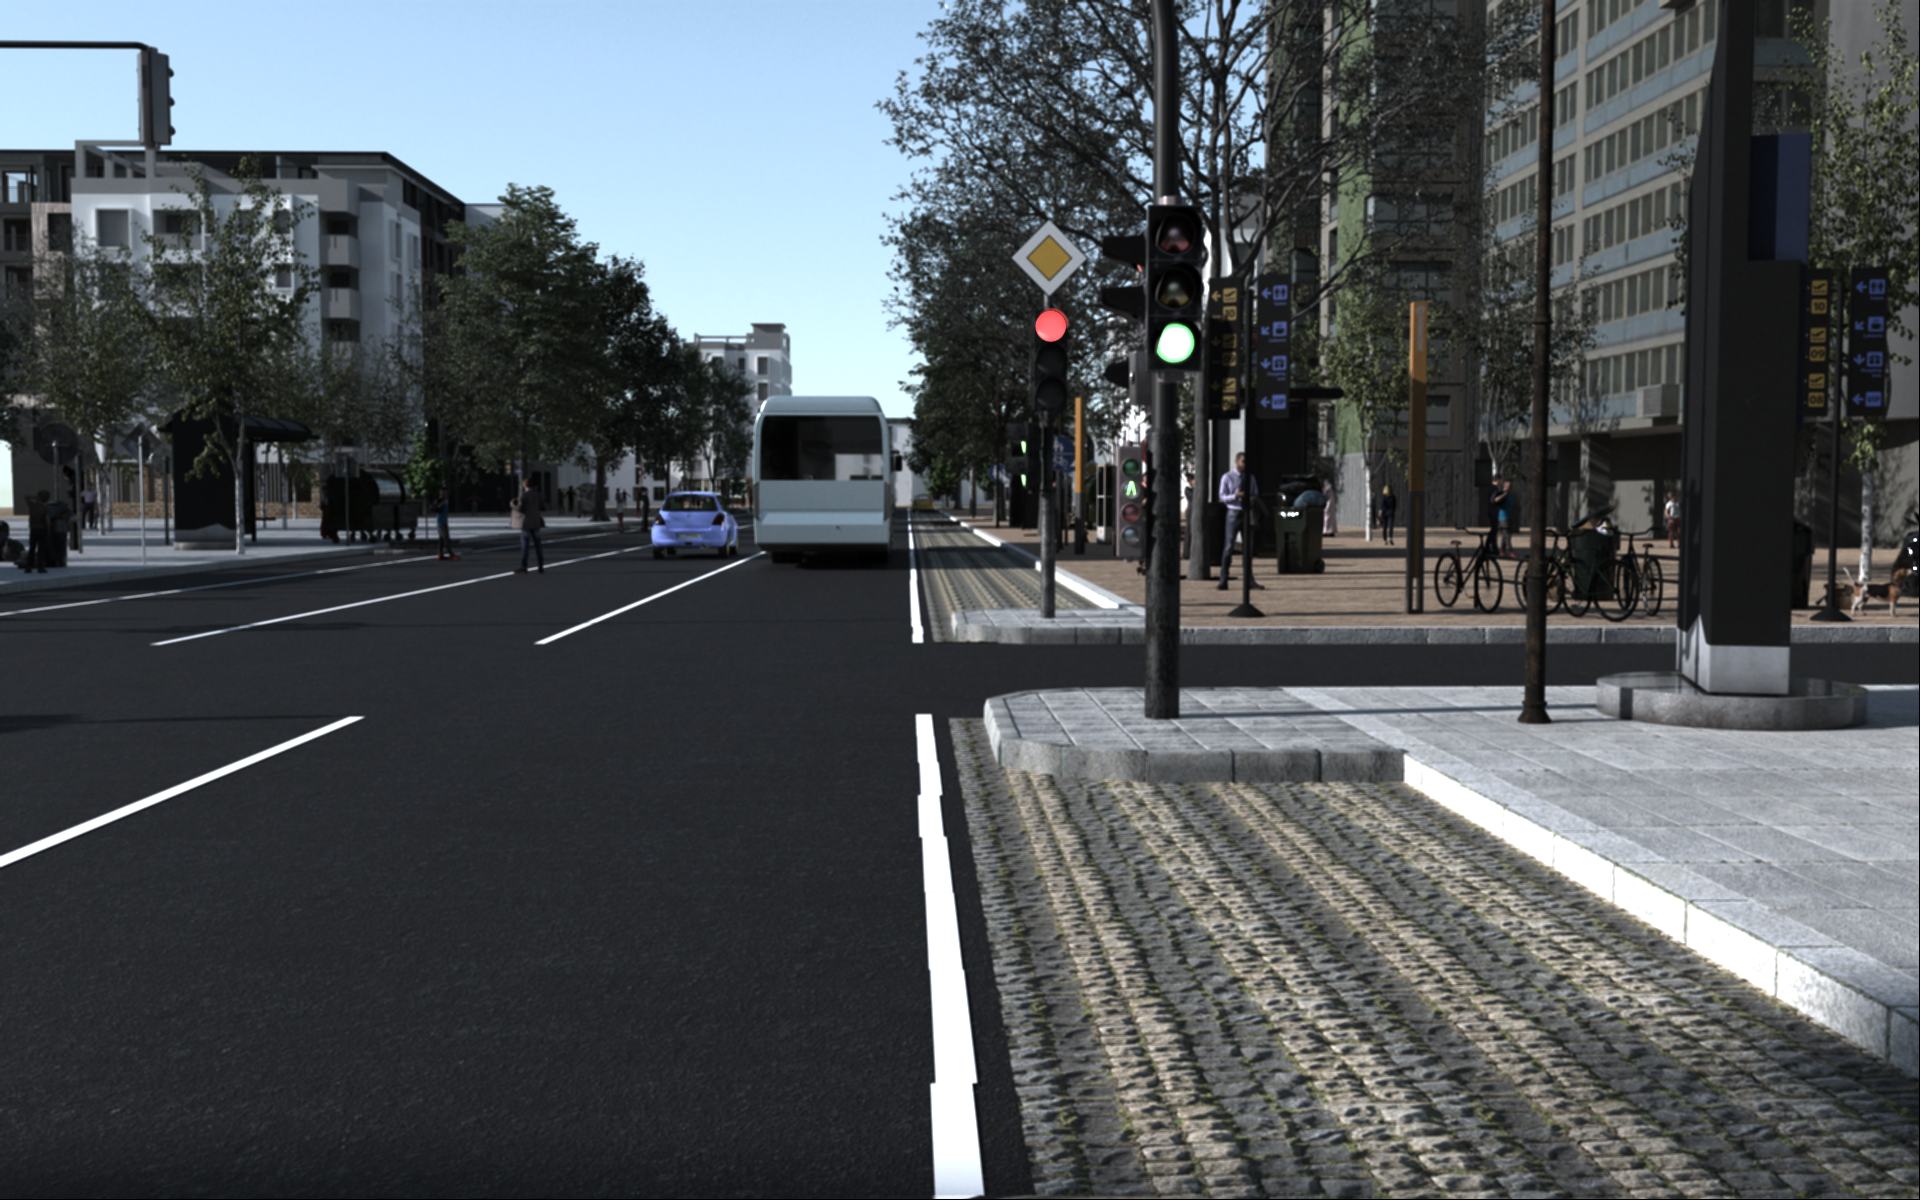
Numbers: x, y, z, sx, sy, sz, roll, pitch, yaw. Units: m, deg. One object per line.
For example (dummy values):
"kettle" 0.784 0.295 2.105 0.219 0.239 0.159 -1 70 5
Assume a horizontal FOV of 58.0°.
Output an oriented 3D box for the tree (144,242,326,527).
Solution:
"tree" -21.615 -6.188 51.536 4.360 8.622 3.978 0 3 0

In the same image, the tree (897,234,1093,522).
"tree" 1.952 -10.646 80.715 9.857 13.997 8.962 0 3 0

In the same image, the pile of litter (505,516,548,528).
"pile of litter" -16.699 -3.223 66.668 1.719 0.858 1.176 -1 4 -22

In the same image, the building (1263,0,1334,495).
"building" 22.159 -19.255 86.527 14.160 30.474 14.107 0 4 -2

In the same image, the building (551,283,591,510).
"building" -48.393 -17.044 145.132 31.486 18.905 16.747 0 4 -2

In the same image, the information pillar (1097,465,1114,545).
"information pillar" 3.685 -2.415 43.975 0.304 2.012 0.304 -3 4 -38

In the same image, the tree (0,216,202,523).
"tree" -39.327 -10.226 77.560 12.009 13.543 11.850 0 3 0

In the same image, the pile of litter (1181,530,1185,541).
"pile of litter" 5.783 -2.032 47.196 1.719 0.858 1.176 -2 4 -26

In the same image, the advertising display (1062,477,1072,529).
"advertising display" 3.870 -3.610 64.234 0.123 1.923 0.974 2 4 32

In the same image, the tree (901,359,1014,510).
"tree" -0.150 -13.654 140.255 9.611 12.733 9.660 0 3 0

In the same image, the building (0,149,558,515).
"building" -45.171 -16.861 119.654 27.936 21.610 32.646 0 4 -2

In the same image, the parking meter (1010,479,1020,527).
"parking meter" 2.181 -3.826 68.263 0.255 1.863 0.399 -3 5 -41

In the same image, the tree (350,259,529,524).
"tree" -16.225 -6.411 55.180 4.360 8.622 3.978 0 3 0

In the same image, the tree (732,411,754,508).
"tree" -19.694 -12.197 149.783 4.737 8.622 4.395 0 3 0

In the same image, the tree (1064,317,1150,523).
"tree" 6.071 -7.351 70.558 4.360 8.622 3.978 0 3 0

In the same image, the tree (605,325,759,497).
"tree" -18.275 -11.093 107.120 9.928 11.665 9.643 0 3 0

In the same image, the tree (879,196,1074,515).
"tree" 2.172 -15.296 105.972 12.611 20.169 13.585 0 3 0

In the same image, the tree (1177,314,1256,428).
"tree" 10.495 -7.305 69.797 4.360 8.622 3.978 0 3 0

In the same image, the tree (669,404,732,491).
"tree" -19.086 -10.427 120.842 4.737 8.622 4.395 0 3 0

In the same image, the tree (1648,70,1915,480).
"tree" 14.068 -4.899 30.462 4.360 8.622 3.978 0 3 0

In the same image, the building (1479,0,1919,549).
"building" 29.106 -21.715 46.928 23.993 40.220 32.217 0 4 -2

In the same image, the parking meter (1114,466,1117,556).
"parking meter" 3.358 -1.852 35.990 0.255 1.863 0.399 1 4 18

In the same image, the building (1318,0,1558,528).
"building" 22.277 -23.734 71.642 14.154 41.232 14.086 0 4 -2

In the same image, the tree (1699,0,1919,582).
"tree" 13.078 -4.580 25.251 4.737 8.622 4.395 0 3 0

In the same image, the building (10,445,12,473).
"building" -70.357 -17.686 145.587 11.380 20.091 16.016 0 4 -2

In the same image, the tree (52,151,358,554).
"tree" -15.529 -5.271 36.536 4.737 8.622 4.395 0 3 0

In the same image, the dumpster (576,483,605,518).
"dumpster" -19.638 -5.277 92.040 1.264 1.857 1.865 0 4 -2

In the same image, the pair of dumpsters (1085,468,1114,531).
"pair of dumpsters" 5.079 -3.598 61.315 1.574 2.255 4.437 0 4 -2

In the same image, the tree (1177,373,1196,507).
"tree" 11.673 -7.753 77.127 4.737 8.622 4.395 0 3 0

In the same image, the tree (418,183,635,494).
"tree" -15.844 -8.885 63.396 7.486 12.596 7.792 0 3 0

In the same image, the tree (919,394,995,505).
"tree" -0.002 -14.372 153.109 7.486 12.596 7.792 0 3 0

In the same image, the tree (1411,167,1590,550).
"tree" 12.562 -5.461 39.655 4.360 8.622 3.978 0 3 0

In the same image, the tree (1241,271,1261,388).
"tree" 10.666 -6.516 56.900 4.737 8.622 4.395 0 3 0

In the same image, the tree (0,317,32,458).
"tree" -37.727 -8.799 60.878 9.611 12.733 9.660 0 3 0

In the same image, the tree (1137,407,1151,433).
"tree" 10.107 -8.039 81.797 4.737 8.622 4.395 0 3 0

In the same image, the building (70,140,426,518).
"building" -39.201 -14.758 97.711 16.016 20.091 11.380 0 4 -2

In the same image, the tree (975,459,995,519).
"tree" 1.776 -5.852 90.285 1.663 3.219 1.824 0 3 0

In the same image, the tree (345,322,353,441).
"tree" -26.611 -7.521 73.323 4.360 8.622 3.978 0 3 0

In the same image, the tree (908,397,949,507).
"tree" -1.185 -14.685 165.851 9.928 11.665 9.643 0 3 0

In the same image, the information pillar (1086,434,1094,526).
"information pillar" 5.106 -4.677 67.820 0.183 3.616 0.504 2 4 31

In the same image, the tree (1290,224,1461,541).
"tree" 11.247 -5.913 47.042 4.737 8.622 4.395 0 3 0

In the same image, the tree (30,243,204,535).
"tree" -26.804 -6.316 53.629 4.737 8.622 4.395 0 3 0

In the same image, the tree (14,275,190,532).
"tree" -28.979 -6.602 58.301 4.360 8.622 3.978 0 3 0

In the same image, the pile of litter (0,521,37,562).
"pile of litter" -18.312 -1.172 33.130 1.719 0.858 1.176 1 4 18

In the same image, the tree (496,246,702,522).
"tree" -16.675 -9.989 80.331 9.611 12.733 9.660 0 3 0

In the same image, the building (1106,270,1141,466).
"building" 20.930 -17.946 149.837 16.016 20.091 11.380 0 4 -2

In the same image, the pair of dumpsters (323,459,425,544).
"pair of dumpsters" -15.796 -2.706 46.736 1.574 2.255 4.437 0 4 -2

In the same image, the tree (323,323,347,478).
"tree" -26.752 -7.111 66.632 4.360 8.622 3.978 0 3 0

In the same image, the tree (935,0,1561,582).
"tree" 3.706 -7.051 25.654 12.009 13.543 11.850 0 3 0
